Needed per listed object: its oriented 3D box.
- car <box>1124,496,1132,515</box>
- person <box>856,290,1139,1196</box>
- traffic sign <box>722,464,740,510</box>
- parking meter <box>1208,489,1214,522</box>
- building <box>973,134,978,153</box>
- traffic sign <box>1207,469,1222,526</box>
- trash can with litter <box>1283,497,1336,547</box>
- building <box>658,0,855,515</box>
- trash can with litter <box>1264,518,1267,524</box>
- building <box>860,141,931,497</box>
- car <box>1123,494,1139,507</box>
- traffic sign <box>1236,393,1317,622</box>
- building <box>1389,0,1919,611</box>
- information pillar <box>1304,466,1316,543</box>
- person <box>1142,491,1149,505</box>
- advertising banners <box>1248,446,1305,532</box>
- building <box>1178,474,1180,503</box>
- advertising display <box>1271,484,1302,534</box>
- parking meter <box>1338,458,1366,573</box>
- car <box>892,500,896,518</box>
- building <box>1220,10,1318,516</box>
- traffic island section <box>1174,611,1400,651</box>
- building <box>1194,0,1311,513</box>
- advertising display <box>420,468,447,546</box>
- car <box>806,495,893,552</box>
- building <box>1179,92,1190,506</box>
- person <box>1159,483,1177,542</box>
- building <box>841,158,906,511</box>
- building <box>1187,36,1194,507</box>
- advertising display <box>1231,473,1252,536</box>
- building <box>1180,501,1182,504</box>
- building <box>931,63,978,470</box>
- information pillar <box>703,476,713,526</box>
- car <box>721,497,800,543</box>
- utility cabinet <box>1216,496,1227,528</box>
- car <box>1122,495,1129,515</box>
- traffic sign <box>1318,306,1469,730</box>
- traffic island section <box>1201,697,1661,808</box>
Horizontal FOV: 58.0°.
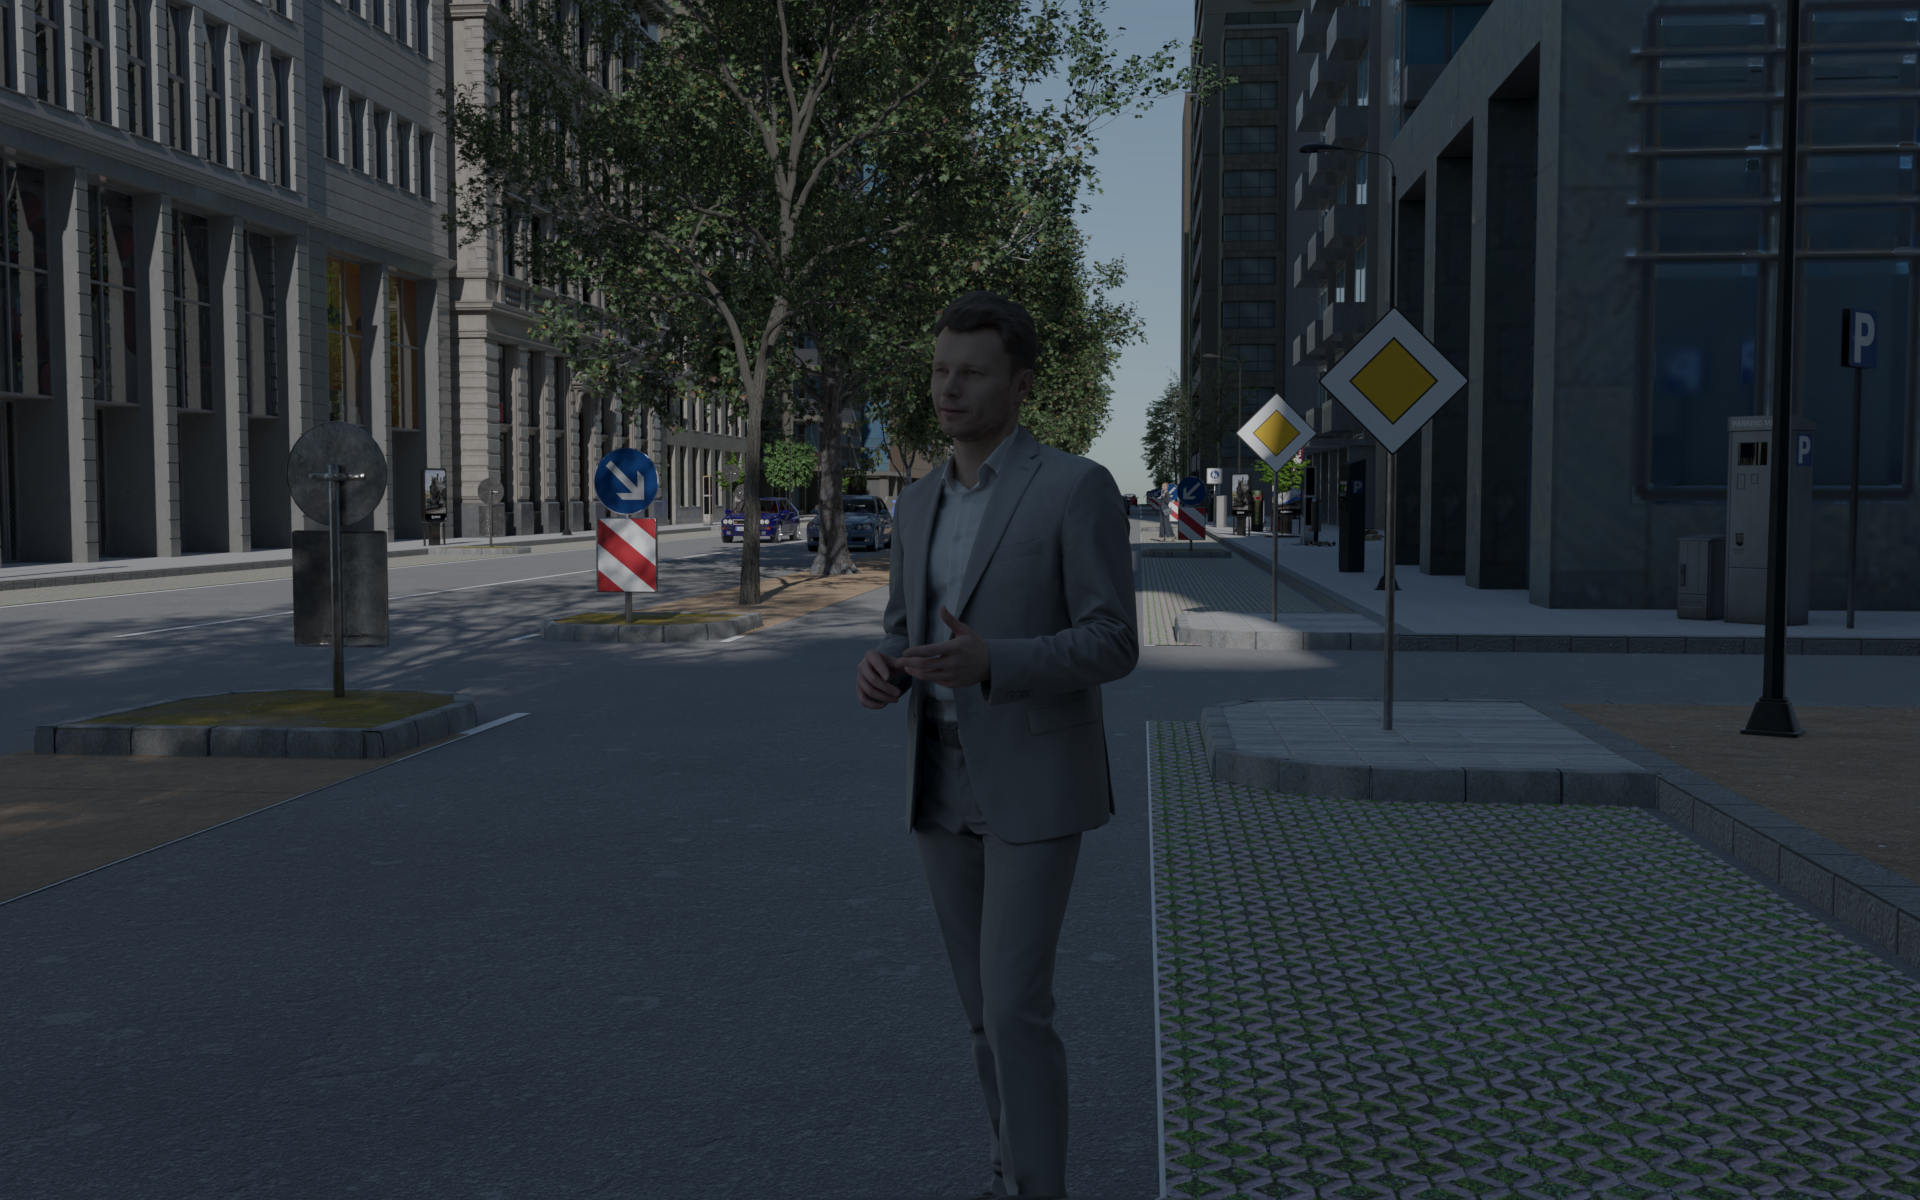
[{"bbox_3d":[10.989,-6.615,120.731,1.945,1.354,3.894,0,4,5],"label":"car"},{"bbox_3d":[0.005,0.340,3.149,0.606,1.804,0.583,3,5,39],"label":"person"},{"bbox_3d":[-9.752,-4.503,73.725,0.768,2.556,0.104,1,4,10],"label":"traffic sign"},{"bbox_3d":[11.663,-4.392,80.225,0.372,1.533,0.369,0,3,0],"label":"parking meter"},{"bbox_3d":[-7.052,-36.833,221.832,23.786,49.044,30.456,0,4,6],"label":"building"},{"bbox_3d":[10.166,-4.100,69.169,0.606,2.300,0.079,1,4,9],"label":"traffic sign"},{"bbox_3d":[8.774,-1.951,42.964,1.678,1.210,2.233,0,4,5],"label":"trash can with litter"},{"bbox_3d":[-18.883,-27.838,109.774,22.147,44.769,28.867,0,4,6],"label":"building"},{"bbox_3d":[12.692,-3.826,73.944,0.624,1.170,1.055,-2,4,-32],"label":"trash can with litter"},{"bbox_3d":[-10.340,-30.900,155.324,14.600,45.320,14.200,0,4,6],"label":"building"},{"bbox_3d":[19.085,-11.369,194.925,2.155,1.783,4.494,0,4,5],"label":"car"},{"bbox_3d":[3.152,-0.836,17.311,0.795,2.450,0.064,0,4,6],"label":"traffic sign"},{"bbox_3d":[23.142,-43.640,26.181,31.000,86.520,22.319,0,4,6],"label":"building"},{"bbox_3d":[9.227,-2.519,45.671,0.304,2.012,0.304,1,4,9],"label":"information pillar"},{"bbox_3d":[21.937,-11.868,202.482,1.348,1.831,0.705,3,5,42],"label":"person"},{"bbox_3d":[10.811,-3.844,59.043,2.074,3.025,0.090,-1,4,-14],"label":"advertising banners"},{"bbox_3d":[41.152,-56.233,232.084,22.319,86.520,31.000,0,4,6],"label":"building"},{"bbox_3d":[10.482,-3.081,55.582,0.974,1.923,0.123,1,4,14],"label":"advertising display"},{"bbox_3d":[6.417,-1.386,28.375,0.399,1.863,0.255,-2,4,-25],"label":"parking meter"},{"bbox_3d":[-2.583,-5.007,91.448,1.945,1.707,3.694,0,4,5],"label":"car"},{"bbox_3d":[23.034,-20.532,107.405,14.160,30.474,14.107,0,4,6],"label":"building"},{"bbox_3d":[3.176,0.299,17.386,2.009,0.180,2.903,0,4,6],"label":"traffic island section"},{"bbox_3d":[27.857,-30.657,124.939,21.300,48.544,21.600,0,4,6],"label":"building"},{"bbox_3d":[-13.092,-2.317,43.096,0.123,1.923,0.974,1,4,17],"label":"advertising display"},{"bbox_3d":[-2.764,-1.998,44.663,2.014,1.417,4.499,0,4,6],"label":"car"},{"bbox_3d":[31.176,-32.943,188.722,14.600,45.320,14.200,0,4,6],"label":"building"},{"bbox_3d":[6.145,-2.610,51.594,0.534,1.772,0.576,-3,4,-36],"label":"person"},{"bbox_3d":[-20.934,-27.224,136.991,32.217,40.220,23.993,0,4,6],"label":"building"},{"bbox_3d":[27.894,-29.012,157.934,14.154,41.232,14.086,0,4,6],"label":"building"},{"bbox_3d":[8.665,-2.940,53.291,0.123,1.923,0.974,-2,4,-24],"label":"advertising display"},{"bbox_3d":[37.355,-35.647,206.523,21.300,48.544,21.600,0,4,6],"label":"building"},{"bbox_3d":[-13.170,-36.944,193.276,28.713,52.752,27.495,0,4,6],"label":"building"},{"bbox_3d":[-10.239,-4.027,70.339,0.304,2.012,0.304,1,4,13],"label":"information pillar"},{"bbox_3d":[-5.964,-2.408,51.945,1.945,1.354,3.894,0,4,7],"label":"car"},{"bbox_3d":[10.031,-3.380,66.420,0.306,1.237,1.020,1,4,15],"label":"utility cabinet"},{"bbox_3d":[10.342,-6.381,116.334,2.014,1.417,4.499,0,4,7],"label":"car"},{"bbox_3d":[2.328,-0.350,9.369,0.795,2.450,0.064,0,4,6],"label":"traffic sign"},{"bbox_3d":[2.352,0.785,9.443,2.009,0.180,2.903,0,4,6],"label":"traffic island section"}]
